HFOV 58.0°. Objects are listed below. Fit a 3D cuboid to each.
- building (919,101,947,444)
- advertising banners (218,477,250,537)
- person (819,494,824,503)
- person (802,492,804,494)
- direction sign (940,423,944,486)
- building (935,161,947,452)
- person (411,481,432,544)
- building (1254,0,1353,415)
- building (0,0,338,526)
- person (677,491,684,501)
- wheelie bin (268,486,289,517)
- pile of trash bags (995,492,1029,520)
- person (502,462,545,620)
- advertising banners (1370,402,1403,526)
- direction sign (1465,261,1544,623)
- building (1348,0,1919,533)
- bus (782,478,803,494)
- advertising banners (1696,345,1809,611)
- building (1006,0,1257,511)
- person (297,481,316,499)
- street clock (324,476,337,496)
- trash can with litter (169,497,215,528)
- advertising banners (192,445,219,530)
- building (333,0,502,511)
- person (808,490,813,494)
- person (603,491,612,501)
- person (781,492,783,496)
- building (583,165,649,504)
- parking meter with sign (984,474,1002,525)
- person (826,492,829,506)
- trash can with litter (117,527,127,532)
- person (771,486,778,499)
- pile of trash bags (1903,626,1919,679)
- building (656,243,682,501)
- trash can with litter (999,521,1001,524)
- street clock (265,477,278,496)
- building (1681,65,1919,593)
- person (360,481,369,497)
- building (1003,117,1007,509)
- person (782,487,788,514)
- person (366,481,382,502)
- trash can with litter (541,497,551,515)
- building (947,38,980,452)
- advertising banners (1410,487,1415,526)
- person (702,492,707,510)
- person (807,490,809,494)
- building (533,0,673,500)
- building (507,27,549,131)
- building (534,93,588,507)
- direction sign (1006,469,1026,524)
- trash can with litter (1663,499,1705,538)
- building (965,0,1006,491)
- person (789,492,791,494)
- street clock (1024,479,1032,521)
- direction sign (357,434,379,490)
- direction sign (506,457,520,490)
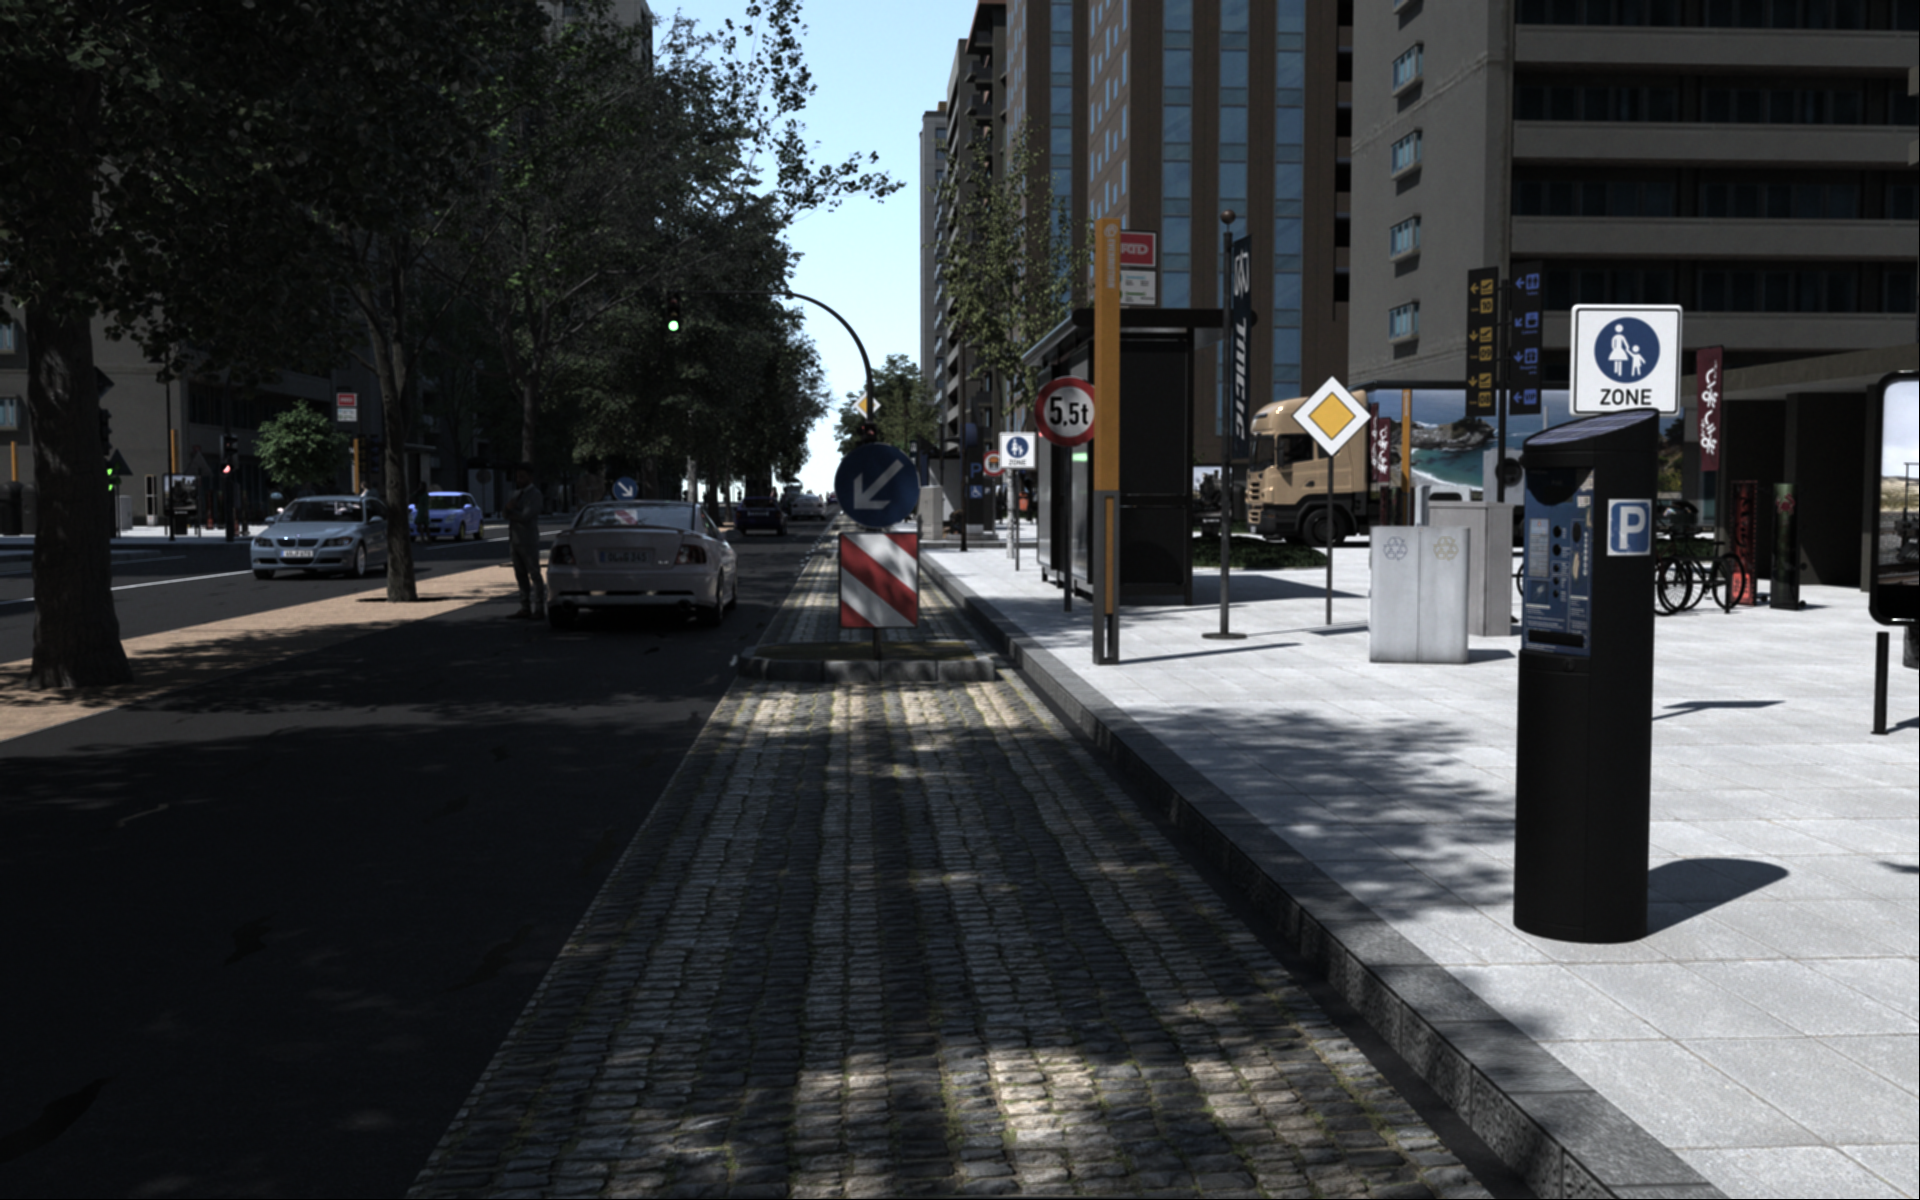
[{"bbox_3d":[4.333,-44.338,266.927,21.231,58.520,28.212,0,4,-4],"label":"building"},{"bbox_3d":[-21.953,-3.442,52.465,0.090,3.025,2.074,0,4,-3],"label":"advertising banners"},{"bbox_3d":[-10.802,-7.469,133.885,0.557,1.426,1.065,-3,4,-39],"label":"person"},{"bbox_3d":[-20.792,-13.423,228.692,1.217,1.736,0.721,0,4,6],"label":"person"},{"bbox_3d":[-0.582,-3.885,55.519,0.379,3.537,0.876,0,4,6],"label":"direction sign"},{"bbox_3d":[8.046,-37.824,238.031,23.786,49.044,30.456,0,4,-4],"label":"building"},{"bbox_3d":[-15.254,-2.479,49.287,0.600,1.795,0.529,3,5,39],"label":"person"},{"bbox_3d":[14.181,-26.659,85.993,14.600,45.320,14.200,0,4,-4],"label":"building"},{"bbox_3d":[-42.300,-27.758,77.544,21.300,48.544,21.600,0,4,-4],"label":"building"},{"bbox_3d":[-24.539,-8.733,151.999,0.721,1.736,1.217,-3,5,-40],"label":"person"},{"bbox_3d":[-26.154,-3.581,66.451,0.693,1.594,0.980,-3,4,-36],"label":"wheelie bin"},{"bbox_3d":[1.832,-4.639,85.595,3.447,1.369,1.912,1,4,17],"label":"pile of trash bags"},{"bbox_3d":[-5.020,-0.681,19.811,0.511,1.800,0.466,2,4,29],"label":"person"},{"bbox_3d":[7.956,-2.217,32.433,0.090,3.025,2.074,0,4,-2],"label":"advertising banners"},{"bbox_3d":[5.393,-1.544,17.239,0.379,3.537,0.876,-2,4,-35],"label":"direction sign"},{"bbox_3d":[26.521,-27.025,65.557,21.600,48.544,21.300,0,4,-4],"label":"building"},{"bbox_3d":[-25.753,-16.898,267.831,2.896,3.916,12.252,0,4,-3],"label":"bus"},{"bbox_3d":[9.023,-1.447,19.851,0.090,3.025,2.074,-1,4,-10],"label":"advertising banners"},{"bbox_3d":[10.556,-28.416,114.715,14.600,45.320,14.200,0,4,-4],"label":"building"},{"bbox_3d":[-18.783,-2.523,49.847,0.767,1.812,0.694,3,5,43],"label":"person"},{"bbox_3d":[-25.423,-4.001,69.978,0.471,2.002,0.358,-1,4,-9],"label":"street clock"},{"bbox_3d":[-28.542,-3.328,65.466,2.233,1.210,1.678,0,4,2],"label":"trash can with litter"},{"bbox_3d":[-27.037,-4.048,62.377,0.090,3.025,2.074,0,4,7],"label":"advertising banners"},{"bbox_3d":[-41.328,-27.124,127.073,14.154,41.232,14.086,0,4,-4],"label":"building"},{"bbox_3d":[-12.572,-8.389,145.757,1.348,1.812,0.705,0,4,6],"label":"person"},{"bbox_3d":[-21.352,-5.794,105.041,0.589,1.601,0.330,0,4,-3],"label":"person"},{"bbox_3d":[-28.421,-16.314,275.951,1.217,1.735,0.721,-3,4,-38],"label":"person"},{"bbox_3d":[-51.653,-34.916,225.498,22.147,44.769,28.867,0,4,-4],"label":"building"},{"bbox_3d":[1.020,-4.655,72.371,1.738,3.016,0.543,-2,4,-29],"label":"parking meter with sign"},{"bbox_3d":[-15.847,-12.033,205.957,0.721,1.735,1.217,0,4,-1],"label":"person"},{"bbox_3d":[-28.846,-2.885,58.229,1.678,1.210,2.233,1,4,23],"label":"trash can with litter"},{"bbox_3d":[-9.338,-4.793,86.873,0.388,1.821,0.555,2,4,26],"label":"person"},{"bbox_3d":[7.903,-0.172,12.559,1.912,1.369,3.447,2,4,27],"label":"pile of trash bags"},{"bbox_3d":[-50.952,-35.765,268.350,14.154,41.232,14.086,0,4,-4],"label":"building"},{"bbox_3d":[1.336,-3.986,76.230,1.678,1.210,2.233,0,4,7],"label":"trash can with litter"},{"bbox_3d":[-29.582,-4.276,74.489,0.358,2.002,0.471,2,4,35],"label":"street clock"},{"bbox_3d":[21.946,-21.940,13.340,22.147,44.769,28.867,0,4,-4],"label":"building"},{"bbox_3d":[-18.200,-2.733,53.200,0.654,1.822,0.581,-2,4,-27],"label":"person"},{"bbox_3d":[10.092,-22.081,132.726,14.160,30.474,14.107,0,4,-4],"label":"building"},{"bbox_3d":[-9.770,-5.368,96.282,0.388,1.821,0.555,-1,4,-19],"label":"person"},{"bbox_3d":[-16.687,-2.498,49.435,0.635,1.810,0.391,2,4,32],"label":"person"},{"bbox_3d":[-25.171,-5.765,105.641,0.624,1.170,1.055,1,4,16],"label":"trash can with litter"},{"bbox_3d":[9.842,-33.956,178.882,21.300,48.544,21.600,0,4,-4],"label":"building"},{"bbox_3d":[10.063,-2.618,38.989,0.090,3.025,2.074,-2,4,-32],"label":"advertising banners"},{"bbox_3d":[-22.414,-8.663,151.616,0.415,1.643,0.593,-3,4,-36],"label":"person"},{"bbox_3d":[-15.127,-10.053,172.883,1.348,1.822,0.705,3,5,39],"label":"person"},{"bbox_3d":[-52.493,-49.619,249.518,20.563,71.187,20.611,0,4,-4],"label":"building"},{"bbox_3d":[-47.489,-30.180,148.062,22.147,44.769,28.867,0,4,-4],"label":"building"},{"bbox_3d":[-44.967,-29.749,169.984,14.154,41.232,14.086,0,4,-4],"label":"building"},{"bbox_3d":[2.362,-4.967,73.212,0.876,3.537,0.379,-1,4,-13],"label":"direction sign"},{"bbox_3d":[16.384,-1.687,38.965,1.055,1.170,0.624,-2,4,-34],"label":"trash can with litter"},{"bbox_3d":[11.852,-30.536,153.887,22.147,44.769,28.867,0,4,-4],"label":"building"},{"bbox_3d":[-22.349,-13.323,227.042,1.217,1.736,0.721,-3,5,-42],"label":"person"},{"bbox_3d":[3.291,-4.738,82.030,0.358,2.002,0.471,-3,5,-40],"label":"street clock"},{"bbox_3d":[-22.427,-4.508,65.699,0.379,3.537,0.876,3,5,40],"label":"direction sign"},{"bbox_3d":[-27.590,-7.035,107.016,0.876,3.537,0.379,0,4,2],"label":"direction sign"}]
